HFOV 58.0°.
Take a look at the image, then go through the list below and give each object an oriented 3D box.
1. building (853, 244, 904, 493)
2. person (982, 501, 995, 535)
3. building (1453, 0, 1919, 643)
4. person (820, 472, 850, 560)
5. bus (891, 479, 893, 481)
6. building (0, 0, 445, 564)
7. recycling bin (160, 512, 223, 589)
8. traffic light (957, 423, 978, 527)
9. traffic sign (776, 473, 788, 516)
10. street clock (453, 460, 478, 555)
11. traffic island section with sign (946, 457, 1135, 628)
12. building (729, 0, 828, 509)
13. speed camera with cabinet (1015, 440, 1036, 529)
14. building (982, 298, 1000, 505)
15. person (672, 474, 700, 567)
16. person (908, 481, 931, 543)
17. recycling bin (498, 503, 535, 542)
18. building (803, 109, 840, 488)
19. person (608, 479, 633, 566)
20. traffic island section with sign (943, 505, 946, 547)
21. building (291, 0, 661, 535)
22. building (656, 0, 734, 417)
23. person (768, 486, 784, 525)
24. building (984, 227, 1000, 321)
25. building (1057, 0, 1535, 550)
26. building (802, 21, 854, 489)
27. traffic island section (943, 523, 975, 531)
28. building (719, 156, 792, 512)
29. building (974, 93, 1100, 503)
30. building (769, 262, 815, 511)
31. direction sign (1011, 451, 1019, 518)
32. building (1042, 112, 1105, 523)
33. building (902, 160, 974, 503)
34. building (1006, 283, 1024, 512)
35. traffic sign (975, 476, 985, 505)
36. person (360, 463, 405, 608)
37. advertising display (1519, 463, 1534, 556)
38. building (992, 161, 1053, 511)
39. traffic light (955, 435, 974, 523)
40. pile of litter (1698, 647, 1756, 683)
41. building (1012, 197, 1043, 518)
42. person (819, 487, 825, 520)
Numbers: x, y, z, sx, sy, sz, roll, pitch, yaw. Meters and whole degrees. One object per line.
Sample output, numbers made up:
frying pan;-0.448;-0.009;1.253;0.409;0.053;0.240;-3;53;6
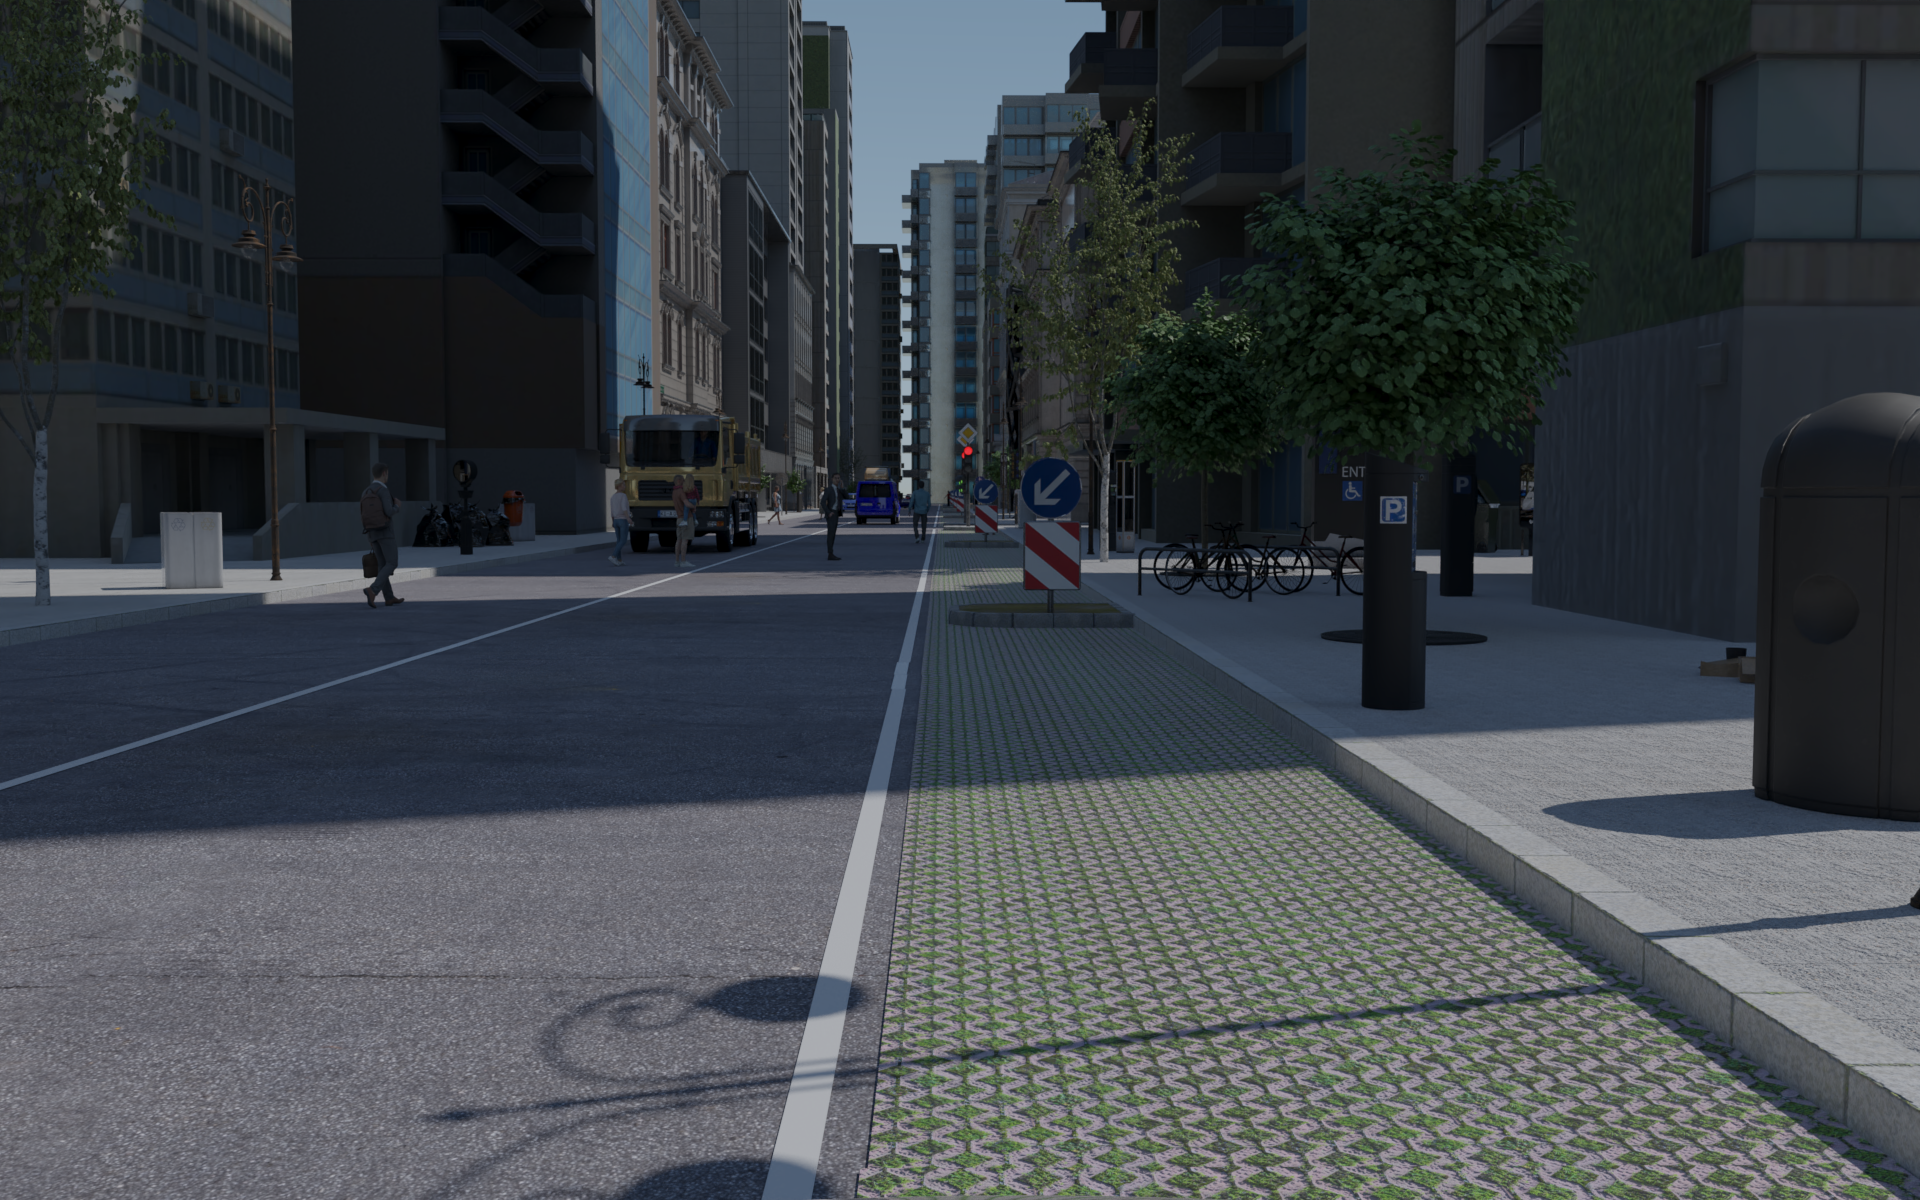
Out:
building;-20.307;-34.205;251.139;23.993;40.220;32.217;0;4;-1
person;0.993;-3.156;60.287;0.511;1.800;0.466;1;4;13
building;13.628;-20.611;20.593;14.154;41.232;14.086;0;4;-1
person;-2.703;-1.823;37.669;0.474;1.900;0.648;2;4;24
bus;-9.196;-12.724;202.896;2.948;3.499;13.247;0;3;0
building;-29.577;-21.218;38.793;32.217;40.220;23.993;0;4;-1
recycling bin;-10.524;-0.683;23.721;0.722;1.027;0.722;-2;4;-28
traffic light;0.304;-4.861;68.398;0.839;4.253;0.868;0;4;-1
traffic sign;-10.570;-6.275;102.704;0.768;2.556;0.104;0;4;8
street clock;-10.437;-1.958;36.578;0.471;2.002;0.358;1;4;22
traffic island section with sign;0.866;-0.655;19.340;1.989;1.847;2.006;0;4;-1
building;-22.923;-44.158;160.233;20.563;71.187;20.611;0;4;-1
speed camera with cabinet;2.459;-4.275;64.238;0.660;3.252;2.038;0;4;-8
building;16.299;-19.698;167.107;27.650;21.520;28.899;0;4;-1
person;-5.401;-1.563;34.029;0.580;1.828;0.573;1;4;11
person;-1.168;-2.575;50.616;0.660;1.820;0.620;-1;4;-13
recycling bin;-12.056;-2.114;47.116;0.722;1.027;0.722;1;4;21
building;-19.867;-30.269;178.495;14.154;41.232;14.086;0;4;-1
person;-6.788;-1.548;34.477;0.731;1.740;0.598;2;4;31
traffic island section with sign;0.576;-2.328;46.697;1.989;1.847;2.006;0;4;-1
building;-18.751;-25.054;59.741;14.200;45.320;14.600;0;4;-1
building;-19.715;-18.390;88.069;14.401;28.519;23.554;0;4;-1
person;-8.553;-4.386;80.307;0.778;1.811;0.616;0;4;3
building;9.626;-25.513;188.842;14.160;30.474;14.107;0;4;-1
building;14.642;-24.316;52.186;22.147;44.769;28.867;0;4;-1
building;-27.531;-41.170;215.132;28.212;58.520;21.231;0;4;-1
traffic island section;0.344;-2.828;68.512;2.009;0.180;2.903;0;4;-1
building;-19.606;-18.126;115.431;14.314;24.678;30.058;0;4;-1
building;14.185;-36.144;210.563;23.786;49.044;30.456;0;4;-1
building;-17.192;-17.777;139.808;9.793;20.994;18.267;0;4;-1
direction sign;2.895;-6.059;91.067;0.379;3.537;0.876;-2;4;-25
building;13.972;-13.264;81.487;19.286;19.102;10.561;0;4;-1
building;7.035;-38.403;247.495;30.456;49.044;23.786;0;4;-1
building;11.645;-15.656;123.431;16.820;18.784;16.811;0;4;-1
traffic sign;1.449;-7.536;123.324;0.768;2.556;0.104;0;4;6
person;-7.380;-0.828;22.007;0.622;1.834;0.822;2;4;27
advertising display;11.902;-1.865;35.712;0.123;1.923;0.974;-1;4;-22
building;9.720;-21.751;141.538;13.634;28.700;20.117;0;4;-1
traffic light;0.221;-5.349;76.383;0.839;4.253;0.868;0;4;-1
pile of litter;5.841;0.132;11.800;1.176;0.858;1.719;-1;4;-12
building;8.665;-14.383;99.790;10.561;19.102;19.286;0;4;-1
person;-7.550;-5.327;95.829;0.641;1.798;0.478;2;4;33
